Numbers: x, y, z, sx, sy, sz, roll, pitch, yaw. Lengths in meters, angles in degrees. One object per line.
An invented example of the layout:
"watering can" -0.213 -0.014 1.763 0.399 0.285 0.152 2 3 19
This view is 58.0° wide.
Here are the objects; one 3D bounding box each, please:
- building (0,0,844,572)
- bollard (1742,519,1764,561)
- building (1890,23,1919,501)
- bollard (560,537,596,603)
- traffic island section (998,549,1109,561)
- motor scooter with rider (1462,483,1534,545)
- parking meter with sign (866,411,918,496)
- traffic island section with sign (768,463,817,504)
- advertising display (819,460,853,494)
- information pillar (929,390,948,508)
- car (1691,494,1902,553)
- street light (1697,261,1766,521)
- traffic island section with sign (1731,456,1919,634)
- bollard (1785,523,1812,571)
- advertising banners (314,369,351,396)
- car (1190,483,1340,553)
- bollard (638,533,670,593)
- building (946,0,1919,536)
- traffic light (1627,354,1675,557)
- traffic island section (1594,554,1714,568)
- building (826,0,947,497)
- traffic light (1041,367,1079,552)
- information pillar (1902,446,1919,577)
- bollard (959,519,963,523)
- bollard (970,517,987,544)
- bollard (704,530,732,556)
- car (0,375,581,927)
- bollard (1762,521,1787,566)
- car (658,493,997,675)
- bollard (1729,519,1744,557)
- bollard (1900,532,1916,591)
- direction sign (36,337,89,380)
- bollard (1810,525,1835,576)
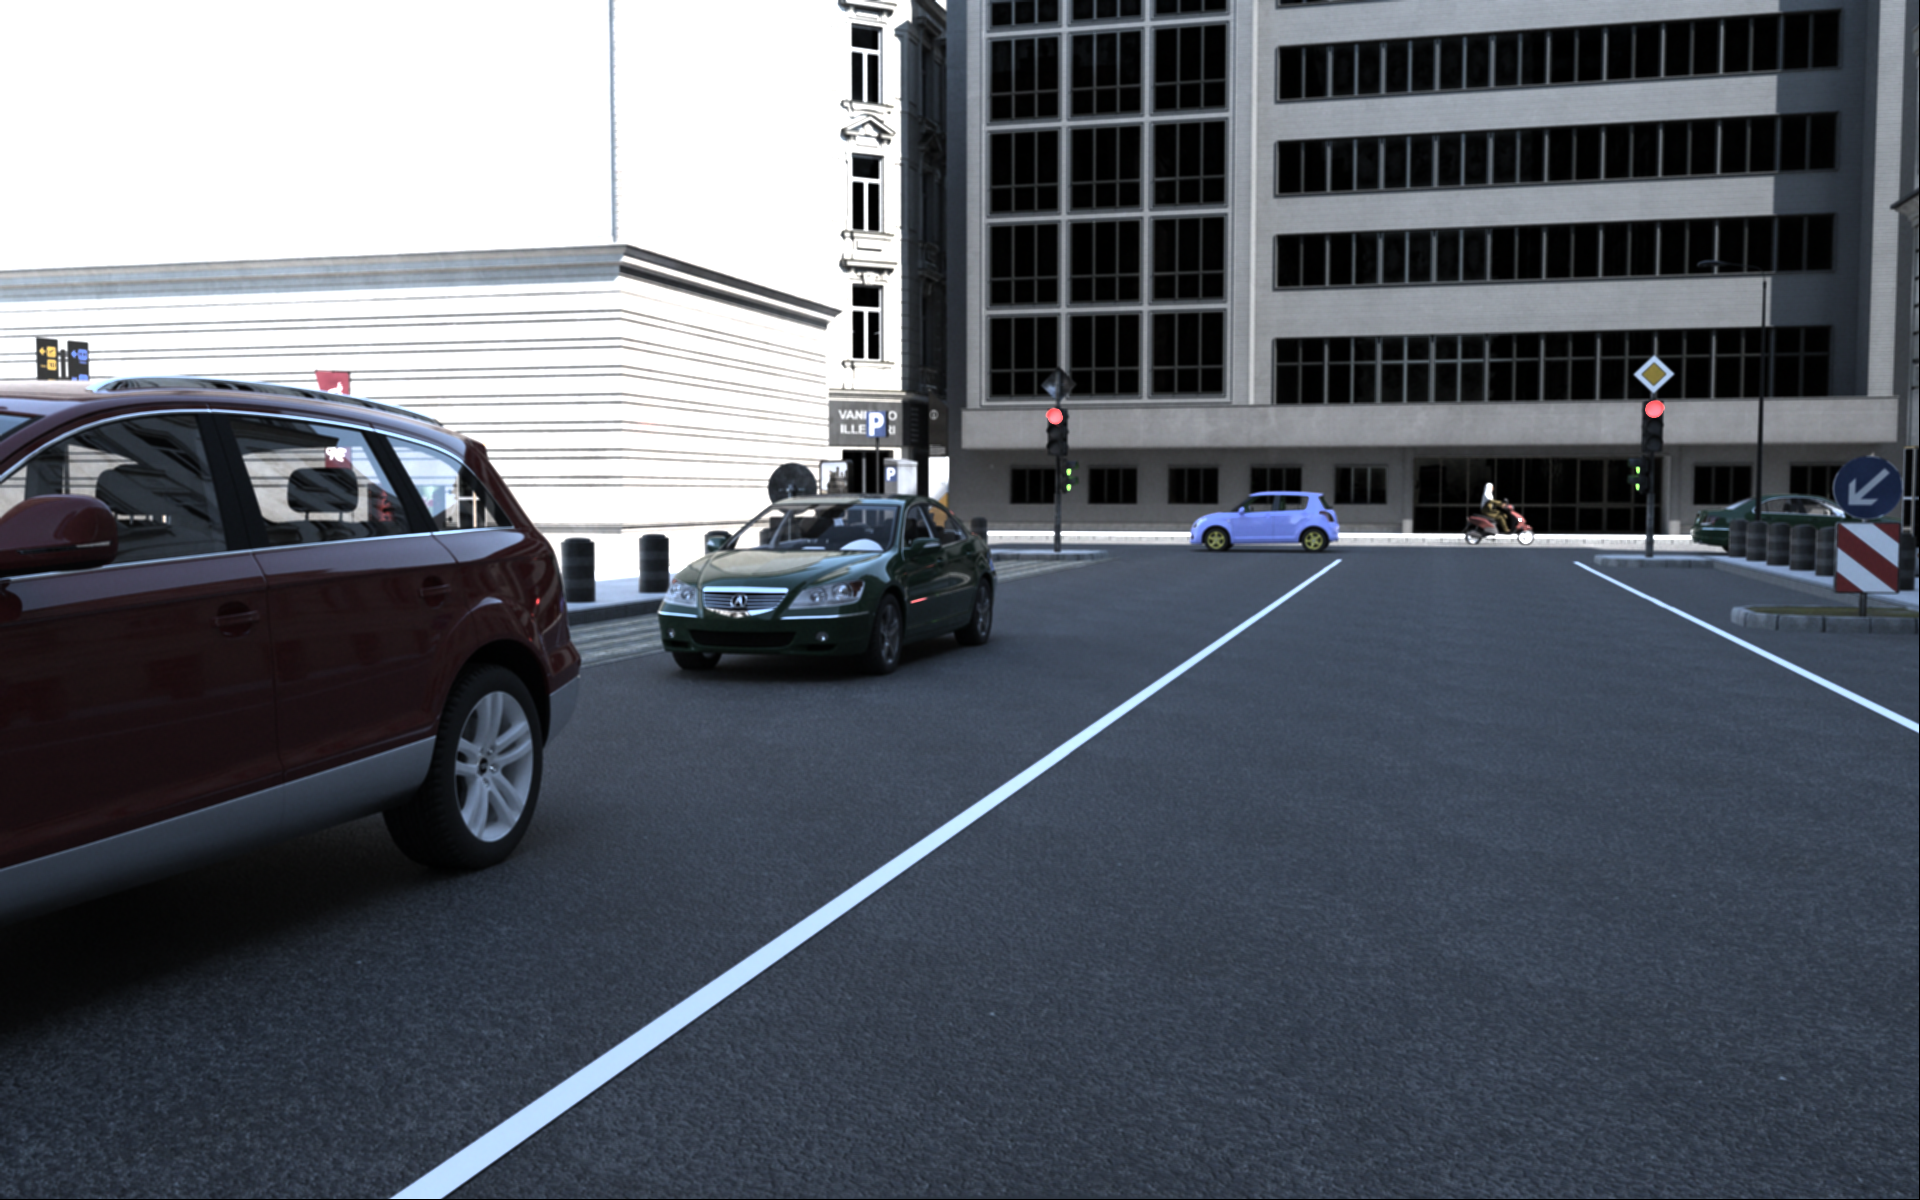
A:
"building" -13.679 -12.180 35.301 21.152 22.565 11.583 1 4 15
"bollard" 15.329 -1.135 33.267 0.404 0.777 0.398 0 3 0
"building" 20.857 -11.183 16.128 16.112 22.955 30.059 1 4 15
"bollard" -4.550 -0.362 20.633 0.404 0.777 0.398 0 3 0
"traffic island section" 2.137 -0.983 38.349 2.009 0.180 2.903 1 4 15
"motor scooter with rider" 15.219 -2.448 48.987 1.986 1.779 0.876 1 4 15
"parking meter with sign" -1.246 -2.502 37.176 0.543 3.016 1.738 3 4 37
"traffic island section with sign" -2.217 -0.768 21.184 1.989 1.847 2.006 1 4 15
"advertising display" -2.339 -1.684 32.741 0.123 1.923 0.974 -3 4 -38
"information pillar" -0.494 -2.906 38.862 0.504 3.616 0.183 2 4 31
"car" 19.717 -1.749 40.394 4.920 1.459 2.131 1 4 16
"street light" 15.362 -3.789 34.483 1.470 5.913 1.316 1 4 15
"traffic island section with sign" 9.523 -0.620 18.769 1.989 1.847 2.006 1 4 15
"bollard" 14.226 -0.887 29.221 0.404 0.777 0.398 0 3 0
"advertising banners" -8.341 -1.771 25.140 0.090 3.025 2.074 3 5 44
"car" 7.618 -2.066 43.364 3.694 1.707 1.945 1 4 15
"bollard" -4.000 -0.485 22.644 0.404 0.777 0.398 0 3 0
"building" 15.361 -14.751 60.248 30.058 24.678 14.314 1 4 15
"traffic light" 13.955 -2.818 34.999 0.839 4.253 0.868 1 4 15
"traffic island section" 13.991 -0.784 35.103 2.009 0.180 2.903 1 4 15
"building" -20.957 -17.998 70.680 44.131 29.872 17.030 1 4 15
"traffic light" 2.173 -3.014 38.204 0.839 4.253 0.868 1 4 15
"information pillar" 14.799 -1.364 26.788 0.304 2.012 0.304 0 4 0
"bollard" -0.130 -1.347 36.739 0.404 0.777 0.398 0 3 0
"bollard" 0.415 -1.470 38.756 0.404 0.777 0.398 0 3 0
"bollard" -3.444 -0.609 24.666 0.404 0.777 0.398 0 3 0
"car" -3.132 0.197 5.449 2.281 1.827 5.304 1 4 15
"bollard" 14.775 -1.010 31.232 0.404 0.777 0.398 0 3 0
"car" -1.009 -0.220 15.401 2.131 1.459 4.920 1 4 16
"bollard" 15.889 -1.258 35.284 0.404 0.777 0.398 0 3 0
"bollard" 12.564 -0.518 23.185 0.404 0.777 0.398 0 3 0
"direction sign" -13.167 -2.050 25.515 0.379 3.537 0.876 1 4 22
"bollard" 13.668 -0.764 27.206 0.404 0.777 0.398 0 3 0
